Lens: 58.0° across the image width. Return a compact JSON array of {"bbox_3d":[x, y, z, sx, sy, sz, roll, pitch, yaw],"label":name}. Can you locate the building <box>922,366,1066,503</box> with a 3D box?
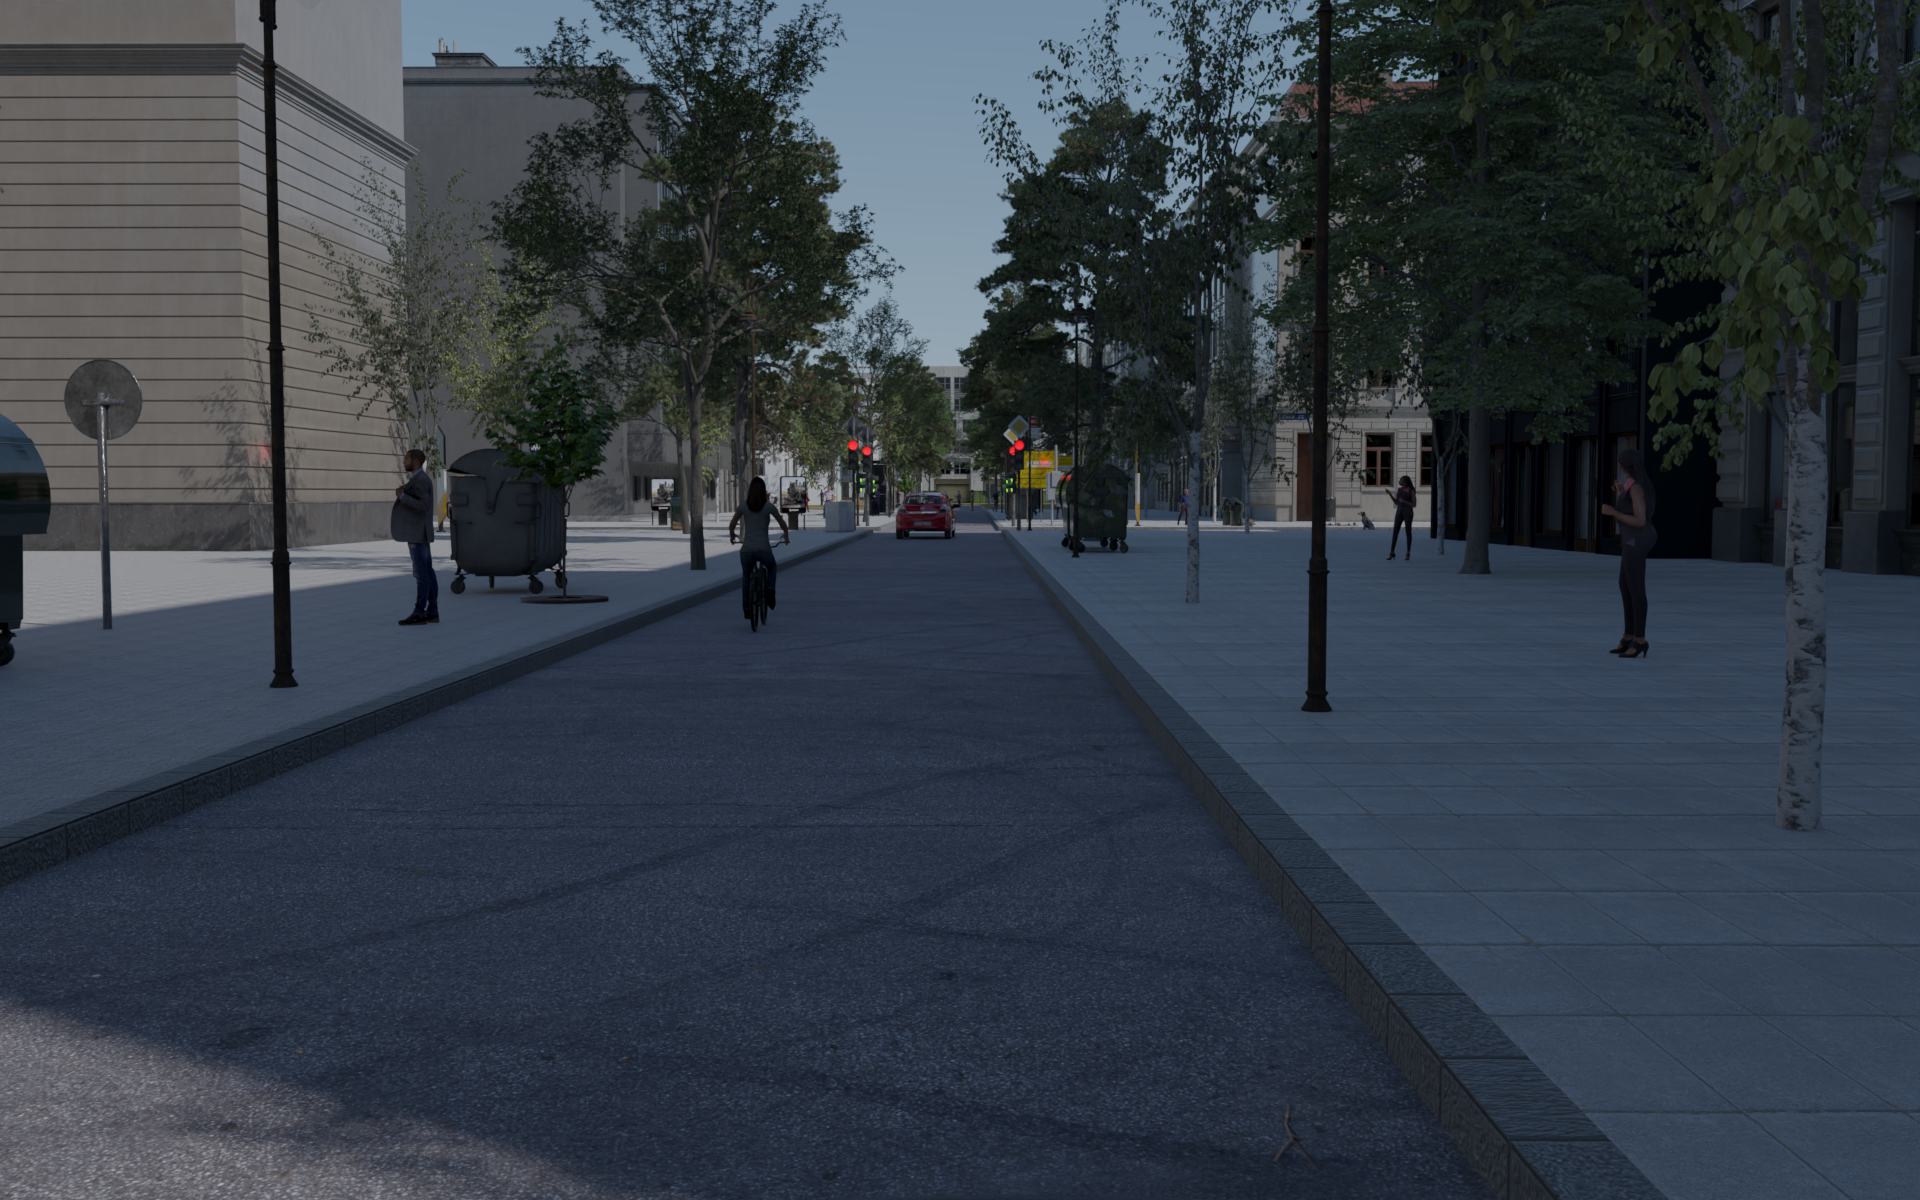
[{"bbox_3d":[10.517,-23.321,247.756,31.486,18.905,16.747,0,4,0],"label":"building"}]

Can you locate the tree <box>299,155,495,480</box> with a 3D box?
[{"bbox_3d":[-11.789,-5.316,37.283,4.360,8.622,3.978,0,3,0],"label":"tree"}]

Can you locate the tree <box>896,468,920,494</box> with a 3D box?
[{"bbox_3d":[-3.998,-7.968,124.874,1.663,3.219,1.824,0,3,0],"label":"tree"}]

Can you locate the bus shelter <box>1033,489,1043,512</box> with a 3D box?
[{"bbox_3d":[5.049,-7.905,123.169,2.014,3.302,5.546,0,4,1],"label":"bus shelter"}]

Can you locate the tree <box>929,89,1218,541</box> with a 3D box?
[{"bbox_3d":[3.678,-7.648,47.102,6.751,12.117,7.091,0,3,0],"label":"tree"}]

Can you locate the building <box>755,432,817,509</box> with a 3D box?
[{"bbox_3d":[-19.215,-13.258,158.911,9.099,9.664,28.070,0,4,0],"label":"building"}]

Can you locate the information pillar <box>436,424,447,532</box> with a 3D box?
[{"bbox_3d":[-17.422,-4.088,58.186,0.504,3.616,0.183,3,5,45],"label":"information pillar"}]

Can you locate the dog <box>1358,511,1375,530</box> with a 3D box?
[{"bbox_3d":[15.063,-2.856,63.530,0.800,0.831,0.513,3,5,40],"label":"dog"}]

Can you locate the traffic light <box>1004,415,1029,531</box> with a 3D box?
[{"bbox_3d":[2.051,-4.371,60.718,0.839,4.213,0.868,0,4,0],"label":"traffic light"}]

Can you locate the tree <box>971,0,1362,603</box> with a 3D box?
[{"bbox_3d":[2.556,-4.279,20.328,4.360,8.622,3.978,0,3,0],"label":"tree"}]

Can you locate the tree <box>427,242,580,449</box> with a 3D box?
[{"bbox_3d":[-12.807,-6.024,48.855,4.737,8.622,4.395,0,3,0],"label":"tree"}]

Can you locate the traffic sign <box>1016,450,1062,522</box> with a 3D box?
[{"bbox_3d":[3.431,-5.264,79.933,2.265,3.308,0.079,0,4,6],"label":"traffic sign"}]

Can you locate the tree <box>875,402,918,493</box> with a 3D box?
[{"bbox_3d":[-4.261,-13.692,149.625,9.928,11.665,9.643,0,3,0],"label":"tree"}]

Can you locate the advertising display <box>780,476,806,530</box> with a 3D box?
[{"bbox_3d":[-5.939,-3.450,61.618,0.974,1.923,0.123,-2,4,-28],"label":"advertising display"}]

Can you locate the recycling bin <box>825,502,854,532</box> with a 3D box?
[{"bbox_3d":[-4.051,-2.800,58.333,0.722,1.027,0.722,3,5,41],"label":"recycling bin"}]

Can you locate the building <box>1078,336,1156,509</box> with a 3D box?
[{"bbox_3d":[22.385,-19.998,193.430,16.747,18.905,31.486,0,4,0],"label":"building"}]

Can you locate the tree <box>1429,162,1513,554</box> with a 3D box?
[{"bbox_3d":[10.073,-5.269,36.504,4.360,8.622,3.978,0,3,0],"label":"tree"}]

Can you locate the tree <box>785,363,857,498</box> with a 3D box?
[{"bbox_3d":[-8.890,-8.916,96.136,4.737,8.622,4.395,0,3,0],"label":"tree"}]

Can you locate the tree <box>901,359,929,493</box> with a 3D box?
[{"bbox_3d":[-3.740,-13.206,137.980,6.751,12.117,7.091,0,3,0],"label":"tree"}]

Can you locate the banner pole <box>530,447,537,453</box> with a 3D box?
[{"bbox_3d":[-16.489,-4.771,68.026,0.863,3.779,0.401,-2,4,-27],"label":"banner pole"}]

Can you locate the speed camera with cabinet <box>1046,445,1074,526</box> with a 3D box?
[{"bbox_3d":[4.530,-4.642,70.235,2.038,3.252,0.660,0,4,-6],"label":"speed camera with cabinet"}]

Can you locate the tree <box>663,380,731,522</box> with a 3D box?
[{"bbox_3d":[-11.207,-7.808,78.030,4.737,8.622,4.395,0,3,0],"label":"tree"}]

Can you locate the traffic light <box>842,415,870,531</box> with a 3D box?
[{"bbox_3d":[-3.711,-4.373,60.740,0.839,4.213,0.868,0,4,0],"label":"traffic light"}]

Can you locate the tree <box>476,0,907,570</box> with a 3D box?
[{"bbox_3d":[-4.660,-5.770,28.752,8.767,10.594,7.601,3,4,37],"label":"tree"}]

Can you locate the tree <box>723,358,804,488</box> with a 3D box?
[{"bbox_3d":[-10.654,-8.546,90.092,4.360,8.622,3.978,0,3,0],"label":"tree"}]

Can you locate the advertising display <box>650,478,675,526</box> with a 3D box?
[{"bbox_3d":[-12.121,-3.999,70.597,0.974,1.923,0.123,-2,4,-24],"label":"advertising display"}]

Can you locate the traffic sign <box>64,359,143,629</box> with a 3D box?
[{"bbox_3d":[-8.092,-0.994,16.365,0.768,2.556,0.104,0,4,4],"label":"traffic sign"}]

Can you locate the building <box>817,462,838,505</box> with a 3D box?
[{"bbox_3d":[-28.920,-16.102,205.411,28.070,9.664,9.099,0,4,0],"label":"building"}]

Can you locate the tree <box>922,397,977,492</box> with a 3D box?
[{"bbox_3d":[-3.538,-17.467,195.946,12.009,13.543,11.850,0,3,0],"label":"tree"}]

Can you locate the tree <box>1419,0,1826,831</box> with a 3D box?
[{"bbox_3d":[2.992,-3.430,6.446,4.737,8.622,4.395,0,3,0],"label":"tree"}]

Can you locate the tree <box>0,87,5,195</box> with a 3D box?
[{"bbox_3d":[-11.880,-4.127,17.831,4.360,8.622,3.978,0,3,0],"label":"tree"}]

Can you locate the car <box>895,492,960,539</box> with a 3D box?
[{"bbox_3d":[-1.091,-2.907,56.563,2.155,1.783,4.494,0,4,2],"label":"car"}]

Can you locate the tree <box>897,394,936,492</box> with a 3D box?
[{"bbox_3d":[-4.030,-16.654,179.720,7.806,13.903,7.818,0,3,0],"label":"tree"}]

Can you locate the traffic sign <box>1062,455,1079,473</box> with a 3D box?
[{"bbox_3d":[5.258,-5.967,91.432,2.265,3.308,0.079,0,4,8],"label":"traffic sign"}]

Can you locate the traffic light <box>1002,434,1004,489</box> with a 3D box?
[{"bbox_3d":[2.103,-4.860,68.703,0.839,4.213,0.868,0,4,0],"label":"traffic light"}]

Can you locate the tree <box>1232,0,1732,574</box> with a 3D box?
[{"bbox_3d":[8.320,-6.717,27.951,7.486,12.596,7.792,0,3,0],"label":"tree"}]

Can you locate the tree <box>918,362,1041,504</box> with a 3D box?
[{"bbox_3d":[3.811,-11.442,112.826,9.928,11.665,9.643,0,3,0],"label":"tree"}]

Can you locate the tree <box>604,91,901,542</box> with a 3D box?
[{"bbox_3d":[-5.685,-7.536,45.268,6.751,12.117,7.091,0,3,0],"label":"tree"}]

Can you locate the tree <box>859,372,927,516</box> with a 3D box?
[{"bbox_3d":[-4.030,-9.237,101.388,4.737,8.622,4.395,0,3,0],"label":"tree"}]

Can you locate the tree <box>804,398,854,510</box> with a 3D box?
[{"bbox_3d":[-8.648,-10.067,114.955,4.360,8.622,3.978,0,3,0],"label":"tree"}]

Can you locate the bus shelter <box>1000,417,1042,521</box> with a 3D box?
[{"bbox_3d":[3.133,-6.674,86.758,2.179,5.291,8.768,0,4,0],"label":"bus shelter"}]

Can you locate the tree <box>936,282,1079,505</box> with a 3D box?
[{"bbox_3d":[3.391,-11.763,99.755,7.806,13.903,7.818,0,3,0],"label":"tree"}]

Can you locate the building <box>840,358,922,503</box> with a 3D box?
[{"bbox_3d":[-11.232,-23.885,246.944,11.380,20.091,16.016,0,4,0],"label":"building"}]

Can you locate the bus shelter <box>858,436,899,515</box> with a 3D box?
[{"bbox_3d":[-5.099,-8.005,108.519,2.179,5.291,8.768,0,4,0],"label":"bus shelter"}]

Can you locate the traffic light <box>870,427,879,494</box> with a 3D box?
[{"bbox_3d":[-3.658,-4.861,68.725,0.839,4.213,0.868,0,4,0],"label":"traffic light"}]

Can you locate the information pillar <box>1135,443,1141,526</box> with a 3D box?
[{"bbox_3d":[7.099,-4.764,69.239,0.183,3.616,0.504,0,4,-6],"label":"information pillar"}]

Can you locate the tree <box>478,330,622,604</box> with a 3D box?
[{"bbox_3d":[-4.853,-1.588,20.558,1.663,3.219,1.824,0,3,0],"label":"tree"}]

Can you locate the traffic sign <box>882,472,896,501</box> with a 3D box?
[{"bbox_3d":[-4.281,-6.358,103.959,0.884,2.594,0.081,0,4,6],"label":"traffic sign"}]
